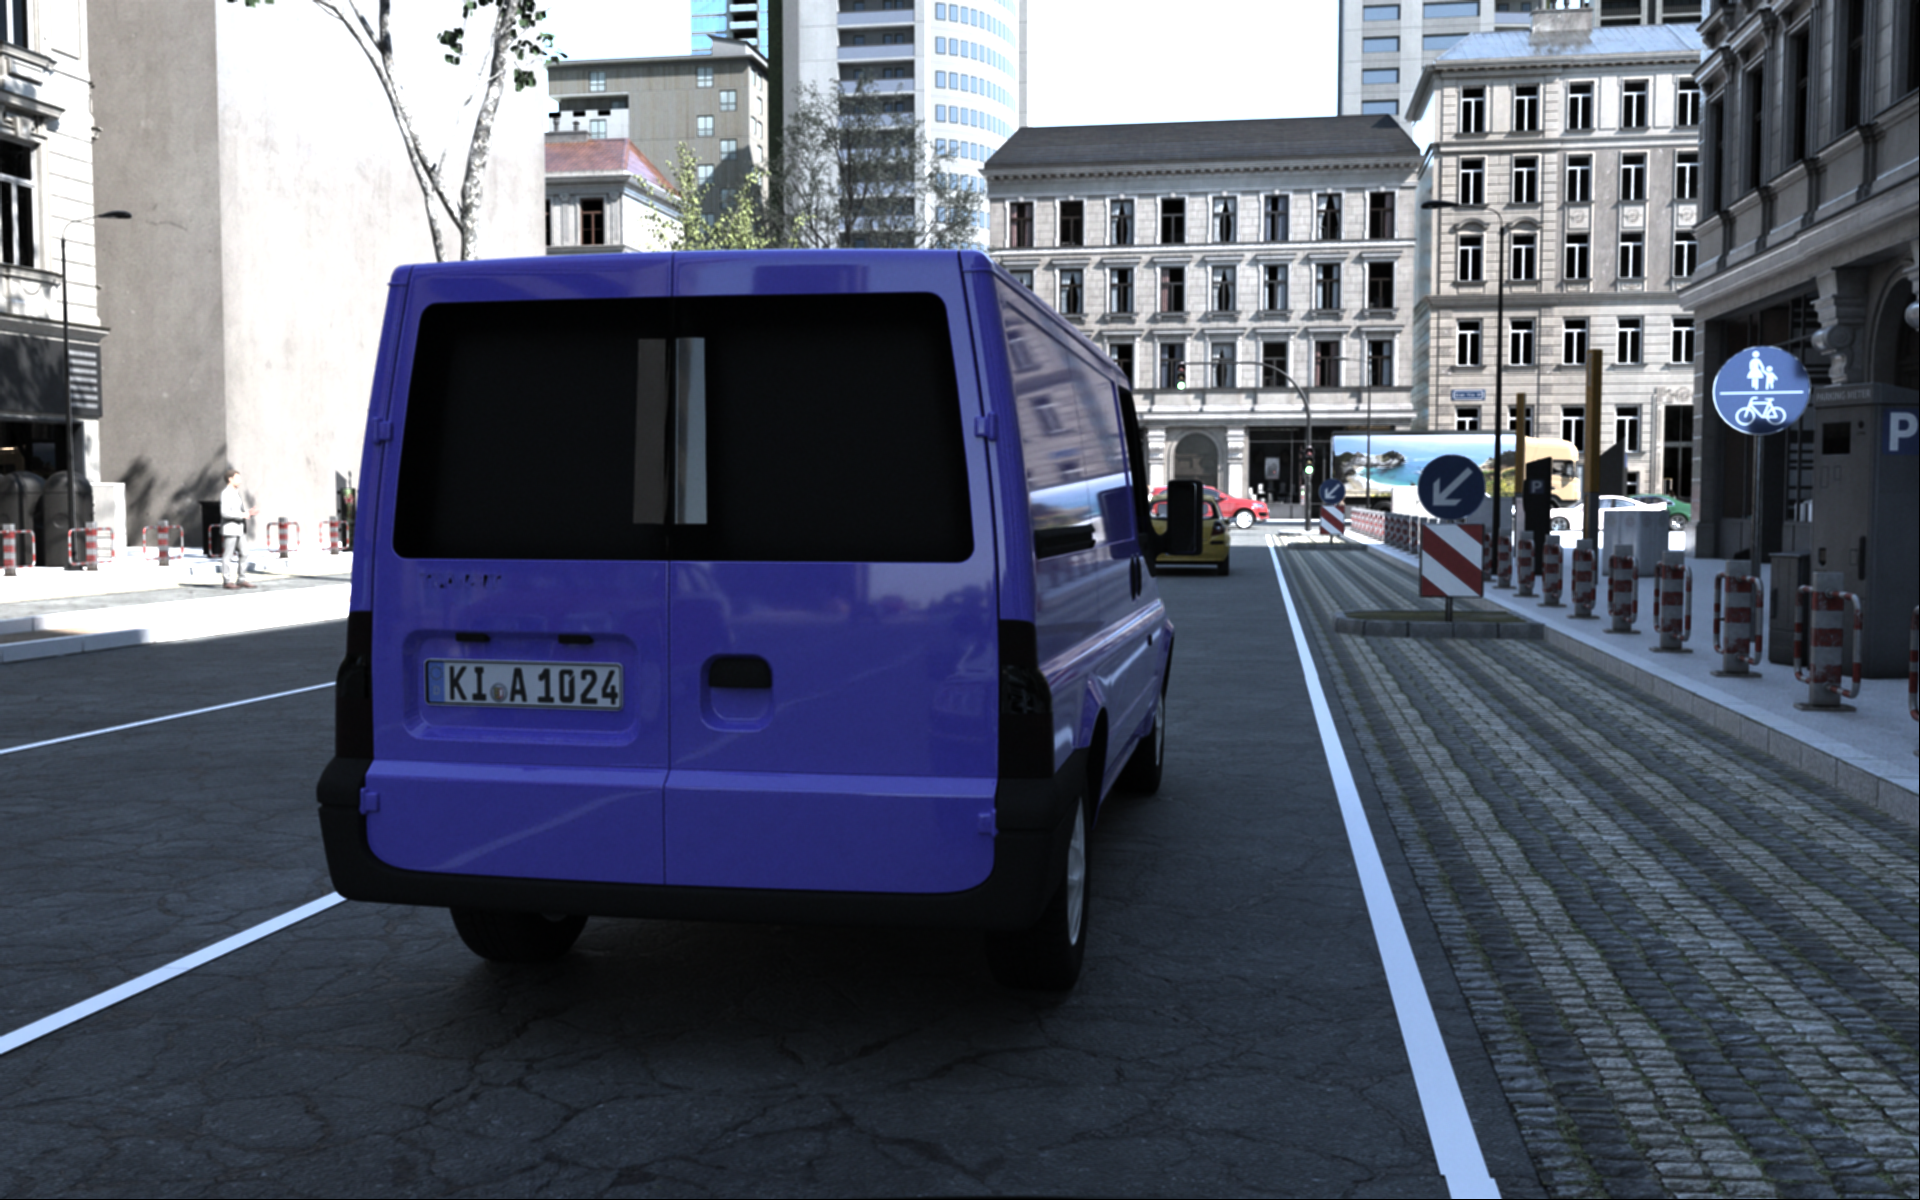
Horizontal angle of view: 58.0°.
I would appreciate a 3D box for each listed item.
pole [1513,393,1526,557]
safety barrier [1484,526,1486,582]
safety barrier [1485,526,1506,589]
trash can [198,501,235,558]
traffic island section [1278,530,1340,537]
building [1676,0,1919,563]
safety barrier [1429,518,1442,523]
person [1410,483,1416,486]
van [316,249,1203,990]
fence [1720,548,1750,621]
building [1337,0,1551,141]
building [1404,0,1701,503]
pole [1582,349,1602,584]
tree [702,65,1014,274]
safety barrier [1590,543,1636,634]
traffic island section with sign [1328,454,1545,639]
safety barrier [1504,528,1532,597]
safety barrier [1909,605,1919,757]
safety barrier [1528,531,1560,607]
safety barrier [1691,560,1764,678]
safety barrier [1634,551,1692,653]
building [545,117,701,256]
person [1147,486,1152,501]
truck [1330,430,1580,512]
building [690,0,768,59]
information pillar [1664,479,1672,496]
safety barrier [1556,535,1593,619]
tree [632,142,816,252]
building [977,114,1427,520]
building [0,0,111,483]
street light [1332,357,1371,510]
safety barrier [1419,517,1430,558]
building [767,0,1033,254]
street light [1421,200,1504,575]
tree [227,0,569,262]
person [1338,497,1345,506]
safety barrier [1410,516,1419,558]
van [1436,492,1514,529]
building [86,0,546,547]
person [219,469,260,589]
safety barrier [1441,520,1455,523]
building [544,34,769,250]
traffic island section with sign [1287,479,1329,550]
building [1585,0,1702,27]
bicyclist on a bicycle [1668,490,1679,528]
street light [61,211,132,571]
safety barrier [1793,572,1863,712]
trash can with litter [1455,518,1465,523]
[{"bbox_3d":[11.331,-2.521,35.056,0.158,3.312,0.155,0,3,0],"label":"pole"},{"bbox_3d":[7.727,-0.683,25.446,0.300,0.817,1.120,1,4,10],"label":"safety barrier"},{"bbox_3d":[7.406,-0.567,23.549,0.300,0.817,1.120,1,4,10],"label":"safety barrier"},{"bbox_3d":[-14.958,-1.425,34.950,0.748,1.137,0.748,0,3,0],"label":"trash can"},{"bbox_3d":[11.933,-2.265,59.319,2.009,0.180,2.903,1,4,10],"label":"traffic island section"},{"bbox_3d":[18.931,-11.118,32.682,10.553,20.767,40.483,1,4,10],"label":"building"},{"bbox_3d":[8.693,-1.031,31.130,0.300,0.817,1.120,1,4,10],"label":"safety barrier"},{"bbox_3d":[17.200,-3.543,66.228,0.655,1.846,0.447,-2,4,-28],"label":"person"},{"bbox_3d":[-0.255,-0.147,6.783,2.240,2.365,5.245,1,4,11],"label":"van"},{"bbox_3d":[8.301,-0.185,18.405,0.278,0.683,2.069,2,4,28],"label":"fence"},{"bbox_3d":[49.780,-39.040,180.310,21.231,58.520,28.212,1,4,10],"label":"building"},{"bbox_3d":[36.329,-17.891,89.787,25.104,27.353,12.463,1,4,10],"label":"building"},{"bbox_3d":[8.948,-1.876,24.519,0.158,3.312,0.155,0,3,0],"label":"pole"},{"bbox_3d":[-3.279,-8.376,49.771,12.009,13.543,11.850,0,3,0],"label":"tree"},{"bbox_3d":[6.115,-0.105,15.984,0.300,0.817,1.120,1,4,10],"label":"safety barrier"},{"bbox_3d":[4.924,-0.577,18.057,1.989,1.847,2.006,1,4,10],"label":"traffic island section with sign"},{"bbox_3d":[7.082,-0.452,21.660,0.300,0.817,1.120,1,4,10],"label":"safety barrier"},{"bbox_3d":[4.820,0.361,8.381,0.300,0.817,1.120,1,4,10],"label":"safety barrier"},{"bbox_3d":[6.759,-0.336,19.764,0.300,0.817,1.120,1,4,10],"label":"safety barrier"},{"bbox_3d":[5.467,0.128,12.181,0.300,0.817,1.120,1,4,10],"label":"safety barrier"},{"bbox_3d":[5.788,0.012,14.079,0.300,0.817,1.120,1,4,10],"label":"safety barrier"},{"bbox_3d":[-26.752,-16.078,99.029,21.152,22.565,11.583,1,4,10],"label":"building"},{"bbox_3d":[6.634,-3.281,62.818,0.598,1.740,0.731,3,5,45],"label":"person"},{"bbox_3d":[22.222,-5.386,76.971,11.283,4.237,2.839,1,4,10],"label":"truck"},{"bbox_3d":[-27.852,-58.232,264.759,31.000,86.520,22.319,1,4,10],"label":"building"},{"bbox_3d":[33.639,-4.760,82.310,0.304,2.012,0.304,2,4,29],"label":"information pillar"},{"bbox_3d":[6.437,-0.220,17.874,0.300,0.817,1.120,1,4,10],"label":"safety barrier"},{"bbox_3d":[-5.097,-5.066,35.648,4.737,8.622,4.395,0,3,0],"label":"tree"},{"bbox_3d":[3.504,-14.787,92.684,40.483,20.767,10.553,1,4,10],"label":"building"},{"bbox_3d":[-29.550,-14.841,19.061,17.030,29.872,44.131,1,4,10],"label":"building"},{"bbox_3d":[13.295,-5.269,58.696,1.470,5.913,1.316,1,4,10],"label":"street light"},{"bbox_3d":[9.015,-1.147,33.023,0.300,0.817,1.120,1,4,10],"label":"safety barrier"},{"bbox_3d":[-5.141,-38.315,168.445,21.231,58.520,28.212,1,4,10],"label":"building"},{"bbox_3d":[7.989,-3.360,27.484,1.470,5.913,1.316,1,4,10],"label":"street light"},{"bbox_3d":[-8.487,-10.302,26.783,12.611,20.169,13.585,0,3,0],"label":"tree"},{"bbox_3d":[16.387,-3.818,74.828,0.435,1.345,0.340,0,4,-4],"label":"person"},{"bbox_3d":[9.342,-1.263,34.920,0.300,0.817,1.120,1,4,10],"label":"safety barrier"},{"bbox_3d":[20.528,-3.823,69.516,4.112,2.044,2.013,1,4,9],"label":"van"},{"bbox_3d":[-32.657,-15.197,52.988,34.151,26.468,19.350,1,4,10],"label":"building"},{"bbox_3d":[-10.907,-1.070,26.199,0.583,1.804,0.606,-1,4,-11],"label":"person"},{"bbox_3d":[8.372,-0.915,29.237,0.300,0.817,1.120,1,4,10],"label":"safety barrier"},{"bbox_3d":[-34.000,-37.919,209.211,27.495,52.752,28.713,1,4,10],"label":"building"},{"bbox_3d":[9.474,-2.210,44.769,1.989,1.847,2.006,1,4,10],"label":"traffic island section with sign"},{"bbox_3d":[97.865,-49.268,243.787,20.611,71.187,20.563,1,4,10],"label":"building"},{"bbox_3d":[29.717,-3.825,72.560,1.625,1.676,1.499,1,4,8],"label":"bicyclist on a bicycle"},{"bbox_3d":[-14.263,-3.430,28.623,1.470,5.913,1.316,1,4,10],"label":"street light"},{"bbox_3d":[5.142,0.244,10.279,0.300,0.817,1.120,1,4,10],"label":"safety barrier"},{"bbox_3d":[13.084,-2.066,44.833,1.678,1.210,2.233,-1,4,-14],"label":"trash can with litter"}]
